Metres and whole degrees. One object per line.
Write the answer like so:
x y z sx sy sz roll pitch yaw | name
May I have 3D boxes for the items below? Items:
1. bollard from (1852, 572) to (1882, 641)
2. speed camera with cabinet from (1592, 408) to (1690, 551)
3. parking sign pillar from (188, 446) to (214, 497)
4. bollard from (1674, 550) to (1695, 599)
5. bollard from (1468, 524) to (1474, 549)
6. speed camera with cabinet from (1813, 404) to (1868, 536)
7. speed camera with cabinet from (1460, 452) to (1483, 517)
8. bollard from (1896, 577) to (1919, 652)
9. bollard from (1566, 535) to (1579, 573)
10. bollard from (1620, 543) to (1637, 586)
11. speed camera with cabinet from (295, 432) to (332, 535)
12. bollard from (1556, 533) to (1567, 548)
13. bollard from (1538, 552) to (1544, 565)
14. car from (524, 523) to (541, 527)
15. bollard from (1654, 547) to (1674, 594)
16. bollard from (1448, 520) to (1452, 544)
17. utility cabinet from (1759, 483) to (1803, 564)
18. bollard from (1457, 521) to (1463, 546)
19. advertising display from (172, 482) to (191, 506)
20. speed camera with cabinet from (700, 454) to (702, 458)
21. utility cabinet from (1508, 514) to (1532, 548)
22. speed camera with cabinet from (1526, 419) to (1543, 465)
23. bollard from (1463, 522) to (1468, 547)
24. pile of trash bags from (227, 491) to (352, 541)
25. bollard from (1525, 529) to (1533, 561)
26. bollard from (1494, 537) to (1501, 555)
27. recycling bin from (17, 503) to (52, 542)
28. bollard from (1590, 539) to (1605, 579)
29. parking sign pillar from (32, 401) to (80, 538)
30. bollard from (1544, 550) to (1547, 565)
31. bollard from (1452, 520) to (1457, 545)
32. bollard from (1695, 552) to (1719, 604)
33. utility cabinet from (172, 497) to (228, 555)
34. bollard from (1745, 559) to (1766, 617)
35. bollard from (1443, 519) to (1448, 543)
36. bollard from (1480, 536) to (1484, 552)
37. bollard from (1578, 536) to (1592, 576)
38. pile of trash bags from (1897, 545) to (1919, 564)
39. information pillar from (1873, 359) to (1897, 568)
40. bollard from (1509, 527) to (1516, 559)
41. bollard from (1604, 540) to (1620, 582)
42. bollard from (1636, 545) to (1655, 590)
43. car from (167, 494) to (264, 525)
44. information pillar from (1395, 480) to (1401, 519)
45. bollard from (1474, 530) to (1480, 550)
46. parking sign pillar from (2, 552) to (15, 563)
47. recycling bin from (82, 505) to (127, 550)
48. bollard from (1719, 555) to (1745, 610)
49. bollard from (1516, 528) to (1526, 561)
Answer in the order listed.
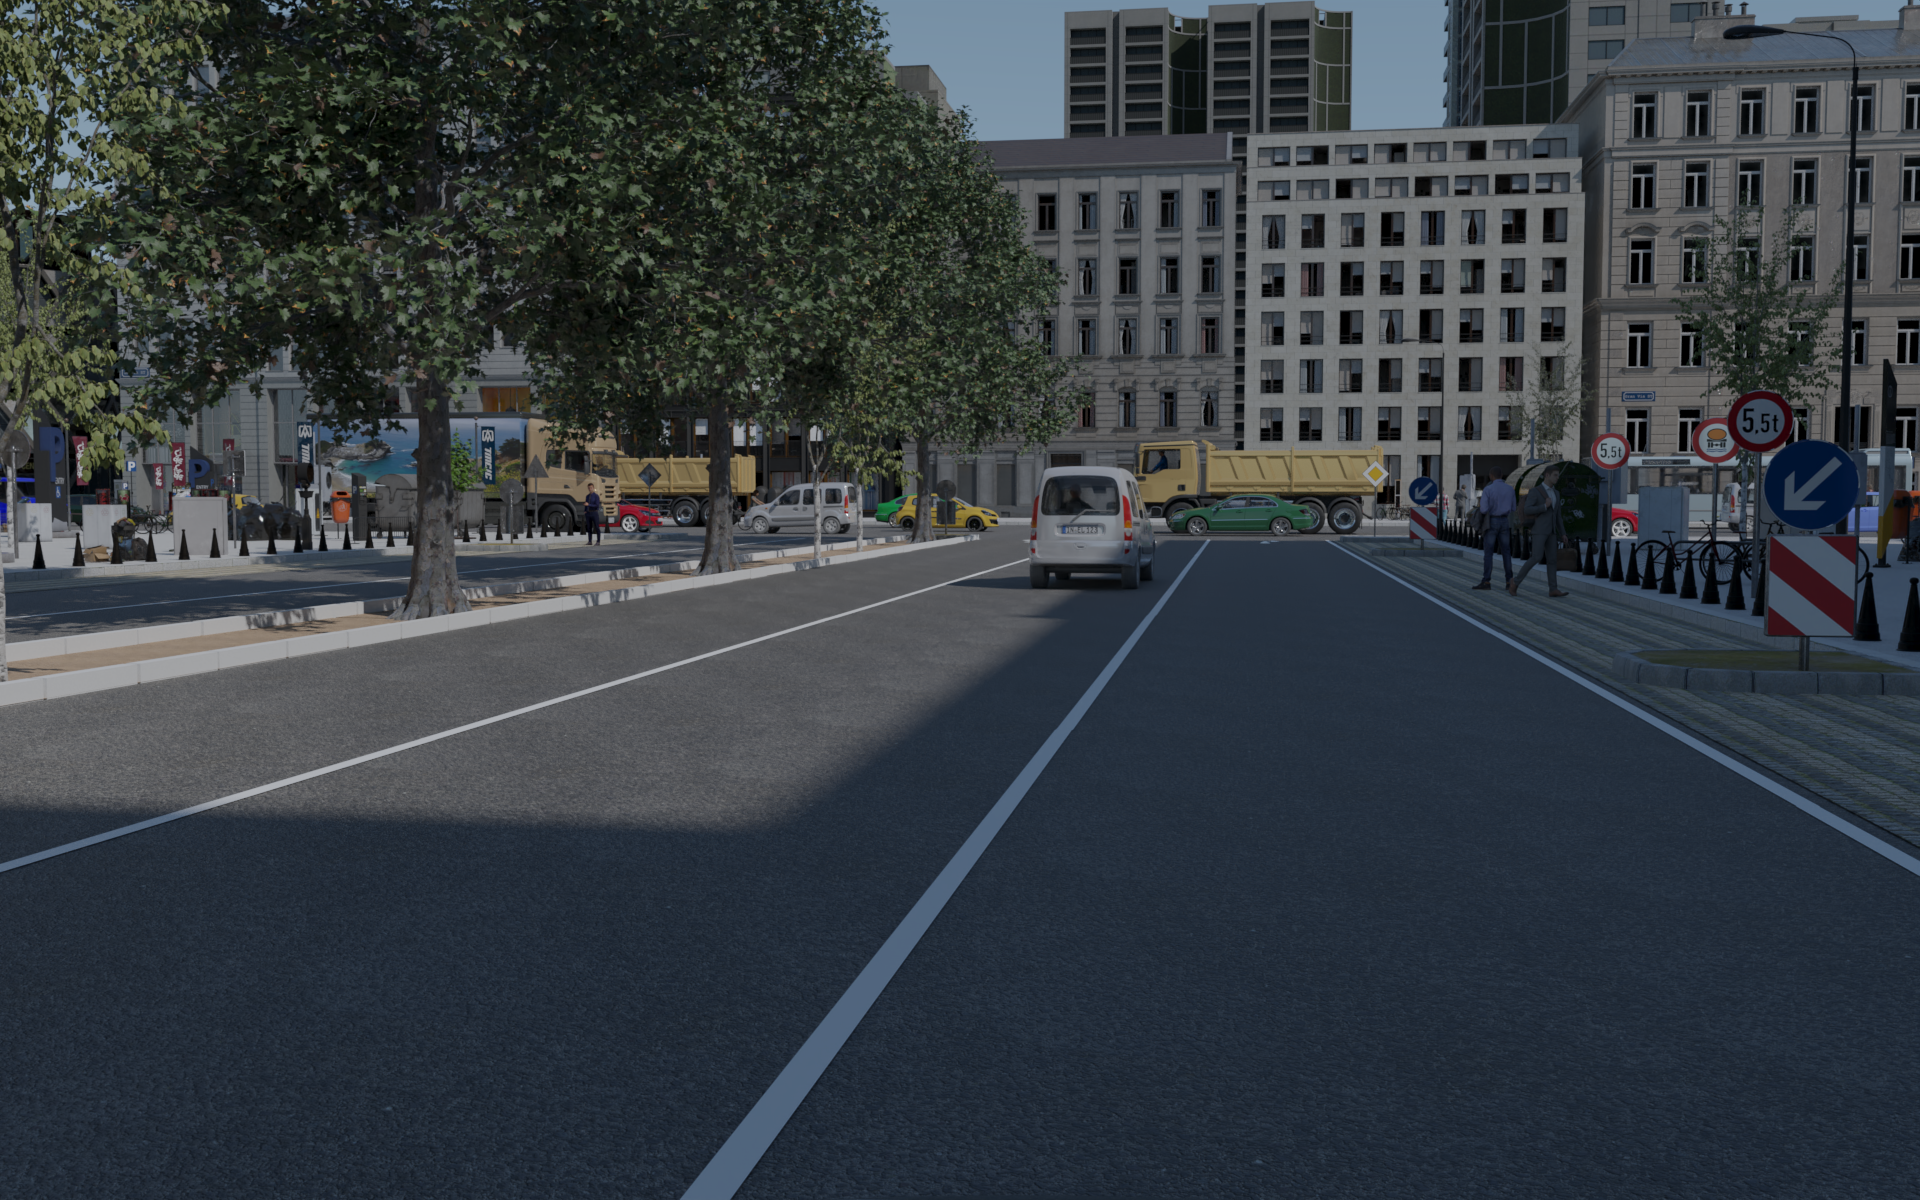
7.950 0.054 15.161 0.229 0.601 0.229 0 3 0 | bollard
15.578 -2.771 39.650 2.038 3.252 0.660 3 4 37 | speed camera with cabinet
-42.418 -6.627 96.820 1.447 3.967 1.447 0 4 5 | parking sign pillar
8.950 -0.319 21.256 0.229 0.601 0.229 0 3 0 | bollard
12.119 -1.504 40.626 0.229 0.601 0.229 0 3 0 | bollard
19.625 -2.732 39.006 0.660 3.252 2.038 0 4 0 | speed camera with cabinet
24.235 -5.369 82.113 0.660 3.252 2.038 2 4 32 | speed camera with cabinet
7.786 0.116 14.147 0.229 0.601 0.229 0 3 0 | bollard
10.121 -0.756 28.402 0.229 0.601 0.229 0 3 0 | bollard
9.449 -0.506 24.322 0.229 0.601 0.229 0 3 0 | bollard
-20.333 -3.680 54.496 0.660 3.252 2.038 0 4 -4 | speed camera with cabinet
10.282 -0.818 29.416 0.229 0.601 0.229 0 3 0 | bollard
10.617 -0.942 31.451 0.229 0.601 0.229 0 3 0 | bollard
-19.953 -3.992 73.935 5.304 1.827 2.281 1 4 10 | car
9.114 -0.381 22.277 0.229 0.601 0.229 0 3 0 | bollard
12.781 -1.752 44.679 0.229 0.601 0.229 0 3 0 | bollard
14.630 -1.355 30.832 0.318 1.500 1.173 0 4 0 | utility cabinet
12.447 -1.628 42.653 0.229 0.601 0.229 0 3 0 | bollard
-42.189 -5.423 93.886 0.974 1.923 0.123 -3 5 -40 | advertising display
-13.020 -5.571 85.419 0.660 3.252 2.038 2 4 29 | speed camera with cabinet
13.414 -1.859 41.560 1.020 1.237 0.306 0 4 1 | utility cabinet
14.989 -3.089 44.837 0.660 3.252 2.038 1 4 19 | speed camera with cabinet
12.286 -1.566 41.639 0.229 0.601 0.229 0 3 0 | bollard
-18.796 -2.372 48.529 3.447 1.369 1.912 -3 4 -36 | pile of trash bags
10.786 -1.005 32.469 0.229 0.601 0.229 0 3 0 | bollard
11.449 -1.255 36.558 0.229 0.601 0.229 0 3 0 | bollard
-24.917 -2.076 46.490 0.722 1.027 0.722 2 4 28 | recycling bin
9.780 -0.631 26.351 0.229 0.601 0.229 0 3 0 | bollard
-26.607 -3.802 50.641 1.447 3.967 1.447 -1 4 -8 | parking sign pillar
10.449 -0.880 30.429 0.229 0.601 0.229 0 3 0 | bollard
12.617 -1.690 43.665 0.229 0.601 0.229 0 3 0 | bollard
8.782 -0.257 20.243 0.229 0.601 0.229 0 3 0 | bollard
-15.976 -1.546 36.436 1.020 1.237 0.306 0 4 -6 | utility cabinet
8.449 -0.133 18.217 0.229 0.601 0.229 0 3 0 | bollard
12.947 -1.814 45.694 0.229 0.601 0.229 0 3 0 | bollard
11.785 -1.379 38.583 0.229 0.601 0.229 0 3 0 | bollard
9.947 -0.693 27.364 0.229 0.601 0.229 0 3 0 | bollard
18.579 -1.398 32.615 3.447 1.369 1.912 -2 4 -26 | pile of trash bags
16.154 -2.375 30.182 0.504 3.616 0.183 -3 5 -43 | information pillar
11.121 -1.131 34.531 0.229 0.601 0.229 0 3 0 | bollard
9.615 -0.569 25.338 0.229 0.601 0.229 0 3 0 | bollard
9.281 -0.444 23.299 0.229 0.601 0.229 0 3 0 | bollard
-30.597 -3.734 71.274 3.980 1.641 2.015 1 4 9 | car
22.503 -5.169 89.000 0.304 2.012 0.304 1 4 16 | information pillar
11.954 -1.441 39.607 0.229 0.601 0.229 0 3 0 | bollard
-18.413 -2.670 32.124 1.447 3.967 1.447 0 4 -1 | parking sign pillar
-19.915 -1.700 40.349 0.722 1.027 0.722 0 3 0 | recycling bin
8.616 -0.195 19.230 0.229 0.601 0.229 0 3 0 | bollard
10.953 -1.068 33.507 0.229 0.601 0.229 0 3 0 | bollard
